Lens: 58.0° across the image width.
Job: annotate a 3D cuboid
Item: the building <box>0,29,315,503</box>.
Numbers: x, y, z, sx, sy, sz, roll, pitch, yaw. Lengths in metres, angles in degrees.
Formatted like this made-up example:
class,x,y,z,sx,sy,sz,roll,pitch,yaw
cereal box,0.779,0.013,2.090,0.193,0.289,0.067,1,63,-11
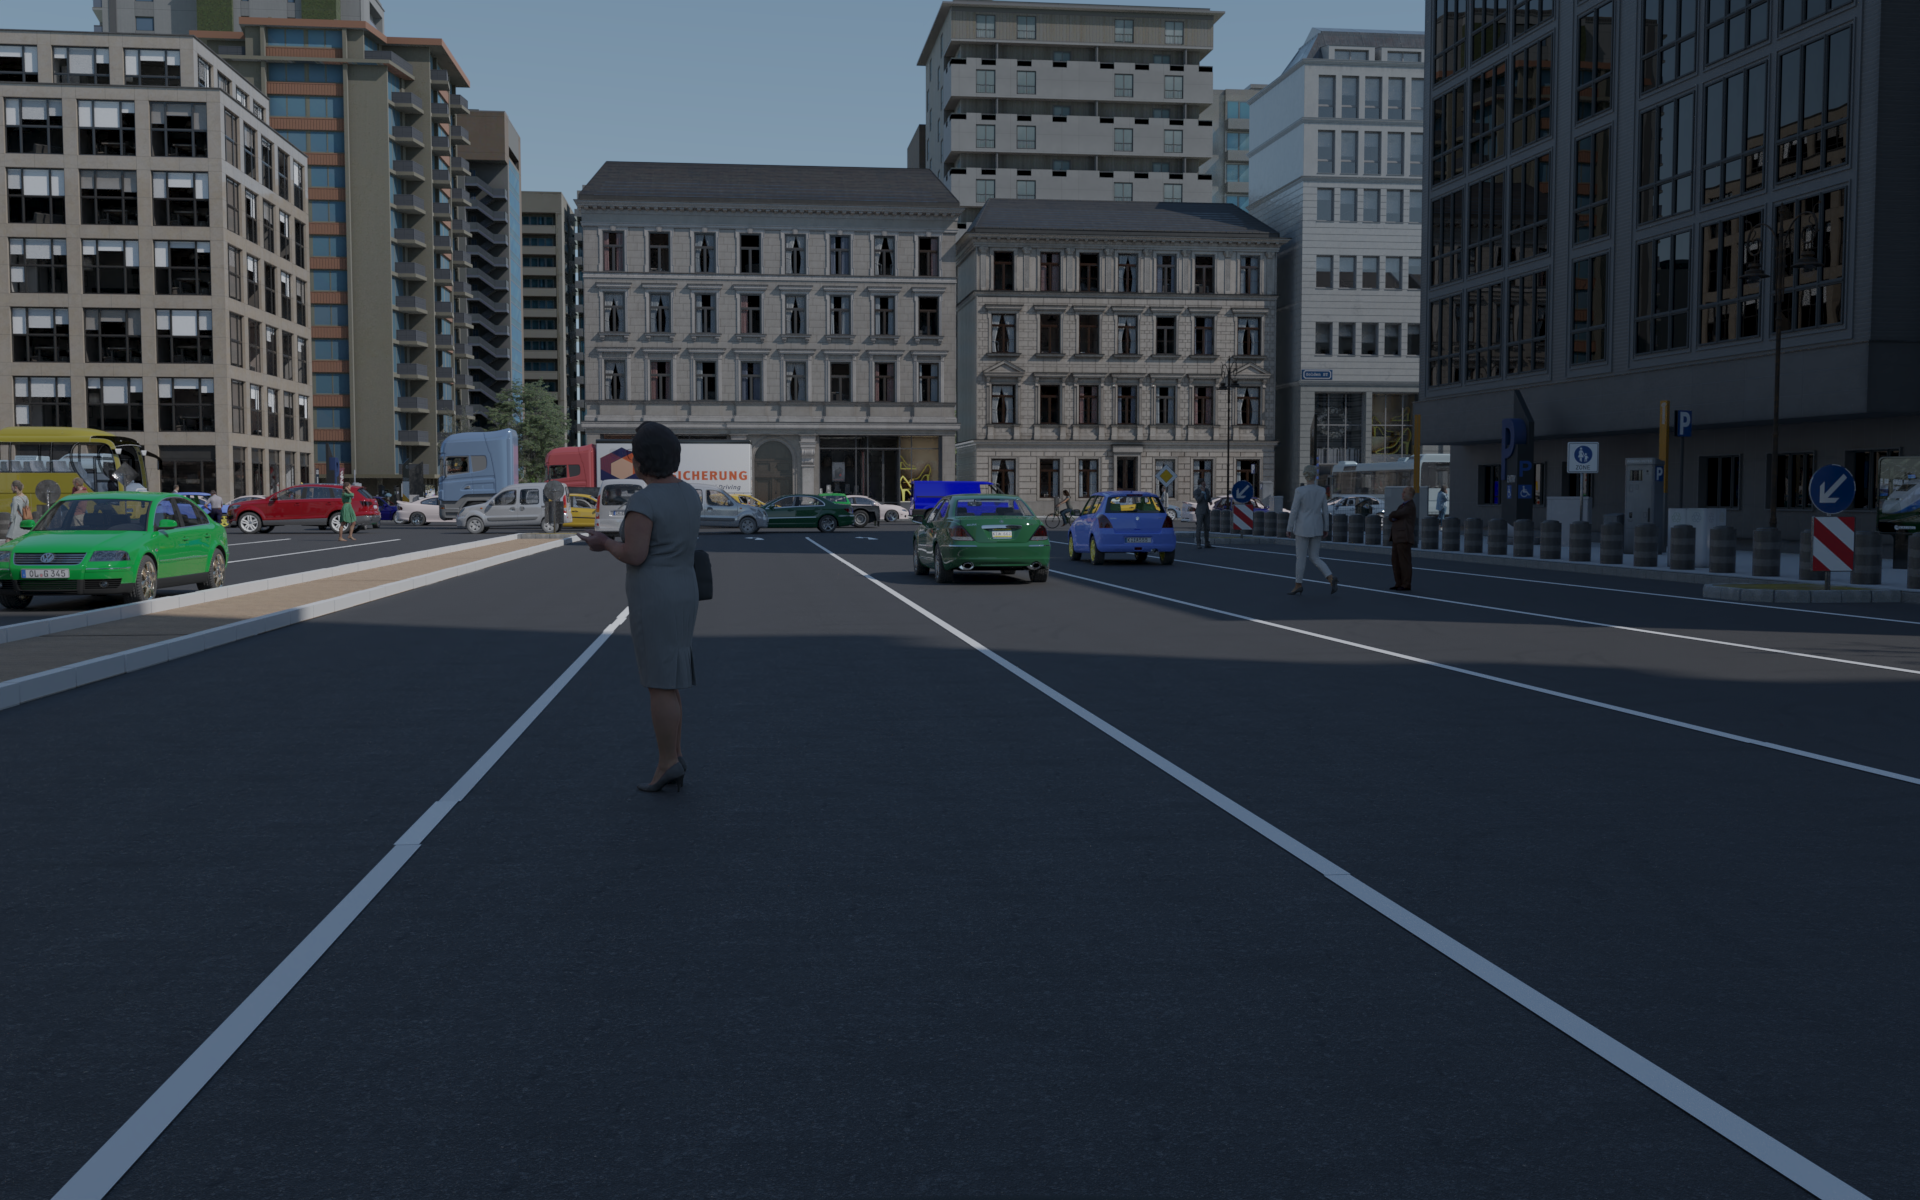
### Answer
class,x,y,z,sx,sy,sz,roll,pitch,yaw
building,-58.148,-18.176,101.699,34.151,26.468,19.350,0,4,-7

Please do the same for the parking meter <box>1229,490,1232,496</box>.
class,x,y,z,sx,sy,sz,roll,pitch,yaw
parking meter,15.453,-5.534,98.895,0.372,1.533,0.369,0,3,0

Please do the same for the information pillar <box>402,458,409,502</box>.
class,x,y,z,sx,sy,sz,roll,pitch,yaw
information pillar,-36.420,-7.492,113.847,0.183,3.616,0.504,3,4,37

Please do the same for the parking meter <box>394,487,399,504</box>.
class,x,y,z,sx,sy,sz,roll,pitch,yaw
parking meter,-47.490,-8.581,146.014,0.255,1.863,0.399,2,4,26

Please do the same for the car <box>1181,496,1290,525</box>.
class,x,y,z,sx,sy,sz,roll,pitch,yaw
car,11.745,-3.719,73.165,4.827,1.381,2.083,0,4,-6

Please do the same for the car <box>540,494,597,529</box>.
class,x,y,z,sx,sy,sz,roll,pitch,yaw
car,-14.538,-3.490,67.292,3.980,1.641,2.015,-1,4,-8

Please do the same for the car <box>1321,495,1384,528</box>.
class,x,y,z,sx,sy,sz,roll,pitch,yaw
car,16.599,-3.832,74.653,4.499,1.417,2.014,0,4,-7

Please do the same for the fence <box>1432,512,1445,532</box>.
class,x,y,z,sx,sy,sz,roll,pitch,yaw
fence,15.702,-2.638,58.502,2.069,0.683,0.278,-2,4,-34

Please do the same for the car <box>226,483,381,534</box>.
class,x,y,z,sx,sy,sz,roll,pitch,yaw
car,-23.930,-3.332,63.156,5.304,1.827,2.281,0,4,-7

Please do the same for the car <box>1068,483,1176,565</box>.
class,x,y,z,sx,sy,sz,roll,pitch,yaw
car,3.341,-1.638,36.367,1.945,1.707,3.694,0,4,-7

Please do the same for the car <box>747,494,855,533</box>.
class,x,y,z,sx,sy,sz,roll,pitch,yaw
car,-6.385,-3.251,64.951,4.920,1.459,2.131,-1,4,-9

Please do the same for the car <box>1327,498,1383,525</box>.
class,x,y,z,sx,sy,sz,roll,pitch,yaw
car,17.902,-3.981,77.450,4.827,1.381,2.083,0,4,-8

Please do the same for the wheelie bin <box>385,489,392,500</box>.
class,x,y,z,sx,sy,sz,roll,pitch,yaw
wheelie bin,-38.571,-6.614,116.051,0.980,1.594,0.693,0,4,-6

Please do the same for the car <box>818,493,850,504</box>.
class,x,y,z,sx,sy,sz,roll,pitch,yaw
car,-6.030,-4.407,80.858,1.959,1.807,4.718,-1,4,-9

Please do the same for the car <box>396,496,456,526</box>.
class,x,y,z,sx,sy,sz,roll,pitch,yaw
car,-23.191,-4.073,78.956,4.827,1.381,2.083,0,4,-6

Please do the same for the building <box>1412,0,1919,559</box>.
class,x,y,z,sx,sy,sz,roll,pitch,yaw
building,22.450,-15.262,43.048,14.314,27.812,24.014,0,4,-7

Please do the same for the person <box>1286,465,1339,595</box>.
class,x,y,z,sx,sy,sz,roll,pitch,yaw
person,4.969,-0.981,24.413,0.514,1.842,0.818,-3,5,-40

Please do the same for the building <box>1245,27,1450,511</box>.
class,x,y,z,sx,sy,sz,roll,pitch,yaw
building,33.909,-20.235,108.331,29.804,29.767,11.434,0,4,-7

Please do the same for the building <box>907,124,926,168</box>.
class,x,y,z,sx,sy,sz,roll,pitch,yaw
building,1.296,-34.011,206.183,14.600,45.320,14.200,0,4,-7

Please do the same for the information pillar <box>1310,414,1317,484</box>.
class,x,y,z,sx,sy,sz,roll,pitch,yaw
information pillar,10.346,-3.632,50.732,0.183,3.616,0.504,0,4,-3

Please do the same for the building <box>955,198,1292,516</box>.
class,x,y,z,sx,sy,sz,roll,pitch,yaw
building,9.226,-14.756,105.895,19.286,19.102,10.561,0,4,-7

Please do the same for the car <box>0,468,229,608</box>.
class,x,y,z,sx,sy,sz,roll,pitch,yaw
car,-11.279,-0.880,23.188,1.959,1.807,4.718,0,4,-6

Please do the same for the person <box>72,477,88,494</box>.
class,x,y,z,sx,sy,sz,roll,pitch,yaw
person,-21.067,-2.017,41.445,0.580,1.828,0.573,3,4,39

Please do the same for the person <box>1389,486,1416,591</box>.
class,x,y,z,sx,sy,sz,roll,pitch,yaw
person,6.557,-0.913,25.691,0.388,1.546,0.482,0,4,2

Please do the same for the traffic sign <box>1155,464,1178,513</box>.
class,x,y,z,sx,sy,sz,roll,pitch,yaw
traffic sign,6.926,-3.341,58.272,0.795,2.450,0.064,0,4,-7

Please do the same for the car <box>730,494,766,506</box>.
class,x,y,z,sx,sy,sz,roll,pitch,yaw
car,-10.760,-4.727,87.502,3.980,1.641,2.015,0,4,-5

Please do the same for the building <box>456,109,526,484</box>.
class,x,y,z,sx,sy,sz,roll,pitch,yaw
building,-58.086,-33.516,198.104,14.200,45.320,14.600,0,4,-7

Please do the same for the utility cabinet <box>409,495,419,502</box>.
class,x,y,z,sx,sy,sz,roll,pitch,yaw
utility cabinet,-37.737,-6.606,119.171,1.020,1.237,0.306,-1,4,-21

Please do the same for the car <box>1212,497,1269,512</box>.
class,x,y,z,sx,sy,sz,roll,pitch,yaw
car,11.315,-3.463,69.208,1.945,1.354,3.894,-1,4,-9

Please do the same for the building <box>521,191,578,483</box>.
class,x,y,z,sx,sy,sz,roll,pitch,yaw
building,-69.514,-39.002,261.386,21.600,48.544,21.300,0,4,-7

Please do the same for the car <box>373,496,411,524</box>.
class,x,y,z,sx,sy,sz,roll,pitch,yaw
car,-27.711,-4.271,82.413,3.894,1.354,1.945,0,4,-6

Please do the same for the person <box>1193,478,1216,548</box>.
class,x,y,z,sx,sy,sz,roll,pitch,yaw
person,6.468,-2.286,45.685,0.655,1.846,0.447,-2,4,-35

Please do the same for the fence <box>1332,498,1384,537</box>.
class,x,y,z,sx,sy,sz,roll,pitch,yaw
fence,12.036,-2.466,51.516,2.264,1.192,0.480,3,5,43

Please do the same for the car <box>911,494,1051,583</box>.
class,x,y,z,sx,sy,sz,roll,pitch,yaw
car,0.309,-1.078,29.421,2.131,1.459,4.920,-1,4,-9

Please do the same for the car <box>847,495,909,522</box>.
class,x,y,z,sx,sy,sz,roll,pitch,yaw
car,-5.025,-4.664,88.620,4.827,1.381,2.083,0,4,-7

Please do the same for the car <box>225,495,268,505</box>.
class,x,y,z,sx,sy,sz,roll,pitch,yaw
car,-36.181,-4.627,88.007,4.827,1.381,2.083,0,4,-5

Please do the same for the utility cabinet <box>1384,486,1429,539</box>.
class,x,y,z,sx,sy,sz,roll,pitch,yaw
utility cabinet,12.500,-2.436,48.507,1.173,1.500,0.318,1,4,23

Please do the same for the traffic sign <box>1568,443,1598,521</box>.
class,x,y,z,sx,sy,sz,roll,pitch,yaw
traffic sign,12.265,-1.960,34.175,0.606,2.300,0.079,0,3,0

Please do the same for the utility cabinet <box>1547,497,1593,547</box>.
class,x,y,z,sx,sy,sz,roll,pitch,yaw
utility cabinet,14.870,-1.903,42.279,1.020,1.237,0.306,3,4,38

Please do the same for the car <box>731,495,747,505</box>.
class,x,y,z,sx,sy,sz,roll,pitch,yaw
car,-12.026,-4.427,82.611,3.980,1.641,2.015,0,4,-5

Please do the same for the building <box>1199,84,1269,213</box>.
class,x,y,z,sx,sy,sz,roll,pitch,yaw
building,36.382,-35.853,205.801,30.456,49.044,23.786,0,4,-7

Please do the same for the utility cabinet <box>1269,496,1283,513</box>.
class,x,y,z,sx,sy,sz,roll,pitch,yaw
utility cabinet,9.932,-2.650,54.492,0.306,1.237,1.020,0,4,2

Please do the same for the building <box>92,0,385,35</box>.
class,x,y,z,sx,sy,sz,roll,pitch,yaw
building,-78.757,-39.766,192.179,28.212,58.520,21.231,0,4,-7

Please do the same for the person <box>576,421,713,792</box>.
class,x,y,z,sx,sy,sz,roll,pitch,yaw
person,-1.488,0.025,8.444,0.532,1.782,0.716,2,4,24

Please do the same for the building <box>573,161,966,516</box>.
class,x,y,z,sx,sy,sz,roll,pitch,yaw
building,-20.421,-15.363,102.089,40.483,20.767,10.553,0,4,-7

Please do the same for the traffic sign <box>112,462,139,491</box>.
class,x,y,z,sx,sy,sz,roll,pitch,yaw
traffic sign,-26.052,-3.085,54.083,0.795,2.450,0.064,0,4,-7

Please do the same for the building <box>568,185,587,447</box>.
class,x,y,z,sx,sy,sz,roll,pitch,yaw
building,-43.807,-39.506,265.525,30.456,49.044,23.786,0,4,-7

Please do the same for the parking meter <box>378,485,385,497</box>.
class,x,y,z,sx,sy,sz,roll,pitch,yaw
parking meter,-36.519,-6.339,109.357,0.255,1.863,0.399,1,4,15

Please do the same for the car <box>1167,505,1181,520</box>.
class,x,y,z,sx,sy,sz,roll,pitch,yaw
car,9.444,-4.860,91.465,4.499,1.417,2.014,0,4,-8

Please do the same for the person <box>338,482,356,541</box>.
class,x,y,z,sx,sy,sz,roll,pitch,yaw
person,-18.750,-2.703,52.948,0.529,1.795,0.600,-1,4,-13

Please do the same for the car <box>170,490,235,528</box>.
class,x,y,z,sx,sy,sz,roll,pitch,yaw
car,-32.118,-3.899,73.342,3.694,1.707,1.945,-1,4,-9

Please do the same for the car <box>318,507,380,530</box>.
class,x,y,z,sx,sy,sz,roll,pitch,yaw
car,-24.871,-3.596,70.588,2.131,1.459,4.920,-1,4,-8

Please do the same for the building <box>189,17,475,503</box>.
class,x,y,z,sx,sy,sz,roll,pitch,yaw
building,-58.466,-31.121,163.454,22.147,44.769,28.867,0,4,-7

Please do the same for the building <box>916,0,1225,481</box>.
class,x,y,z,sx,sy,sz,roll,pitch,yaw
building,11.052,-36.476,185.616,28.713,52.752,27.495,0,4,-7
